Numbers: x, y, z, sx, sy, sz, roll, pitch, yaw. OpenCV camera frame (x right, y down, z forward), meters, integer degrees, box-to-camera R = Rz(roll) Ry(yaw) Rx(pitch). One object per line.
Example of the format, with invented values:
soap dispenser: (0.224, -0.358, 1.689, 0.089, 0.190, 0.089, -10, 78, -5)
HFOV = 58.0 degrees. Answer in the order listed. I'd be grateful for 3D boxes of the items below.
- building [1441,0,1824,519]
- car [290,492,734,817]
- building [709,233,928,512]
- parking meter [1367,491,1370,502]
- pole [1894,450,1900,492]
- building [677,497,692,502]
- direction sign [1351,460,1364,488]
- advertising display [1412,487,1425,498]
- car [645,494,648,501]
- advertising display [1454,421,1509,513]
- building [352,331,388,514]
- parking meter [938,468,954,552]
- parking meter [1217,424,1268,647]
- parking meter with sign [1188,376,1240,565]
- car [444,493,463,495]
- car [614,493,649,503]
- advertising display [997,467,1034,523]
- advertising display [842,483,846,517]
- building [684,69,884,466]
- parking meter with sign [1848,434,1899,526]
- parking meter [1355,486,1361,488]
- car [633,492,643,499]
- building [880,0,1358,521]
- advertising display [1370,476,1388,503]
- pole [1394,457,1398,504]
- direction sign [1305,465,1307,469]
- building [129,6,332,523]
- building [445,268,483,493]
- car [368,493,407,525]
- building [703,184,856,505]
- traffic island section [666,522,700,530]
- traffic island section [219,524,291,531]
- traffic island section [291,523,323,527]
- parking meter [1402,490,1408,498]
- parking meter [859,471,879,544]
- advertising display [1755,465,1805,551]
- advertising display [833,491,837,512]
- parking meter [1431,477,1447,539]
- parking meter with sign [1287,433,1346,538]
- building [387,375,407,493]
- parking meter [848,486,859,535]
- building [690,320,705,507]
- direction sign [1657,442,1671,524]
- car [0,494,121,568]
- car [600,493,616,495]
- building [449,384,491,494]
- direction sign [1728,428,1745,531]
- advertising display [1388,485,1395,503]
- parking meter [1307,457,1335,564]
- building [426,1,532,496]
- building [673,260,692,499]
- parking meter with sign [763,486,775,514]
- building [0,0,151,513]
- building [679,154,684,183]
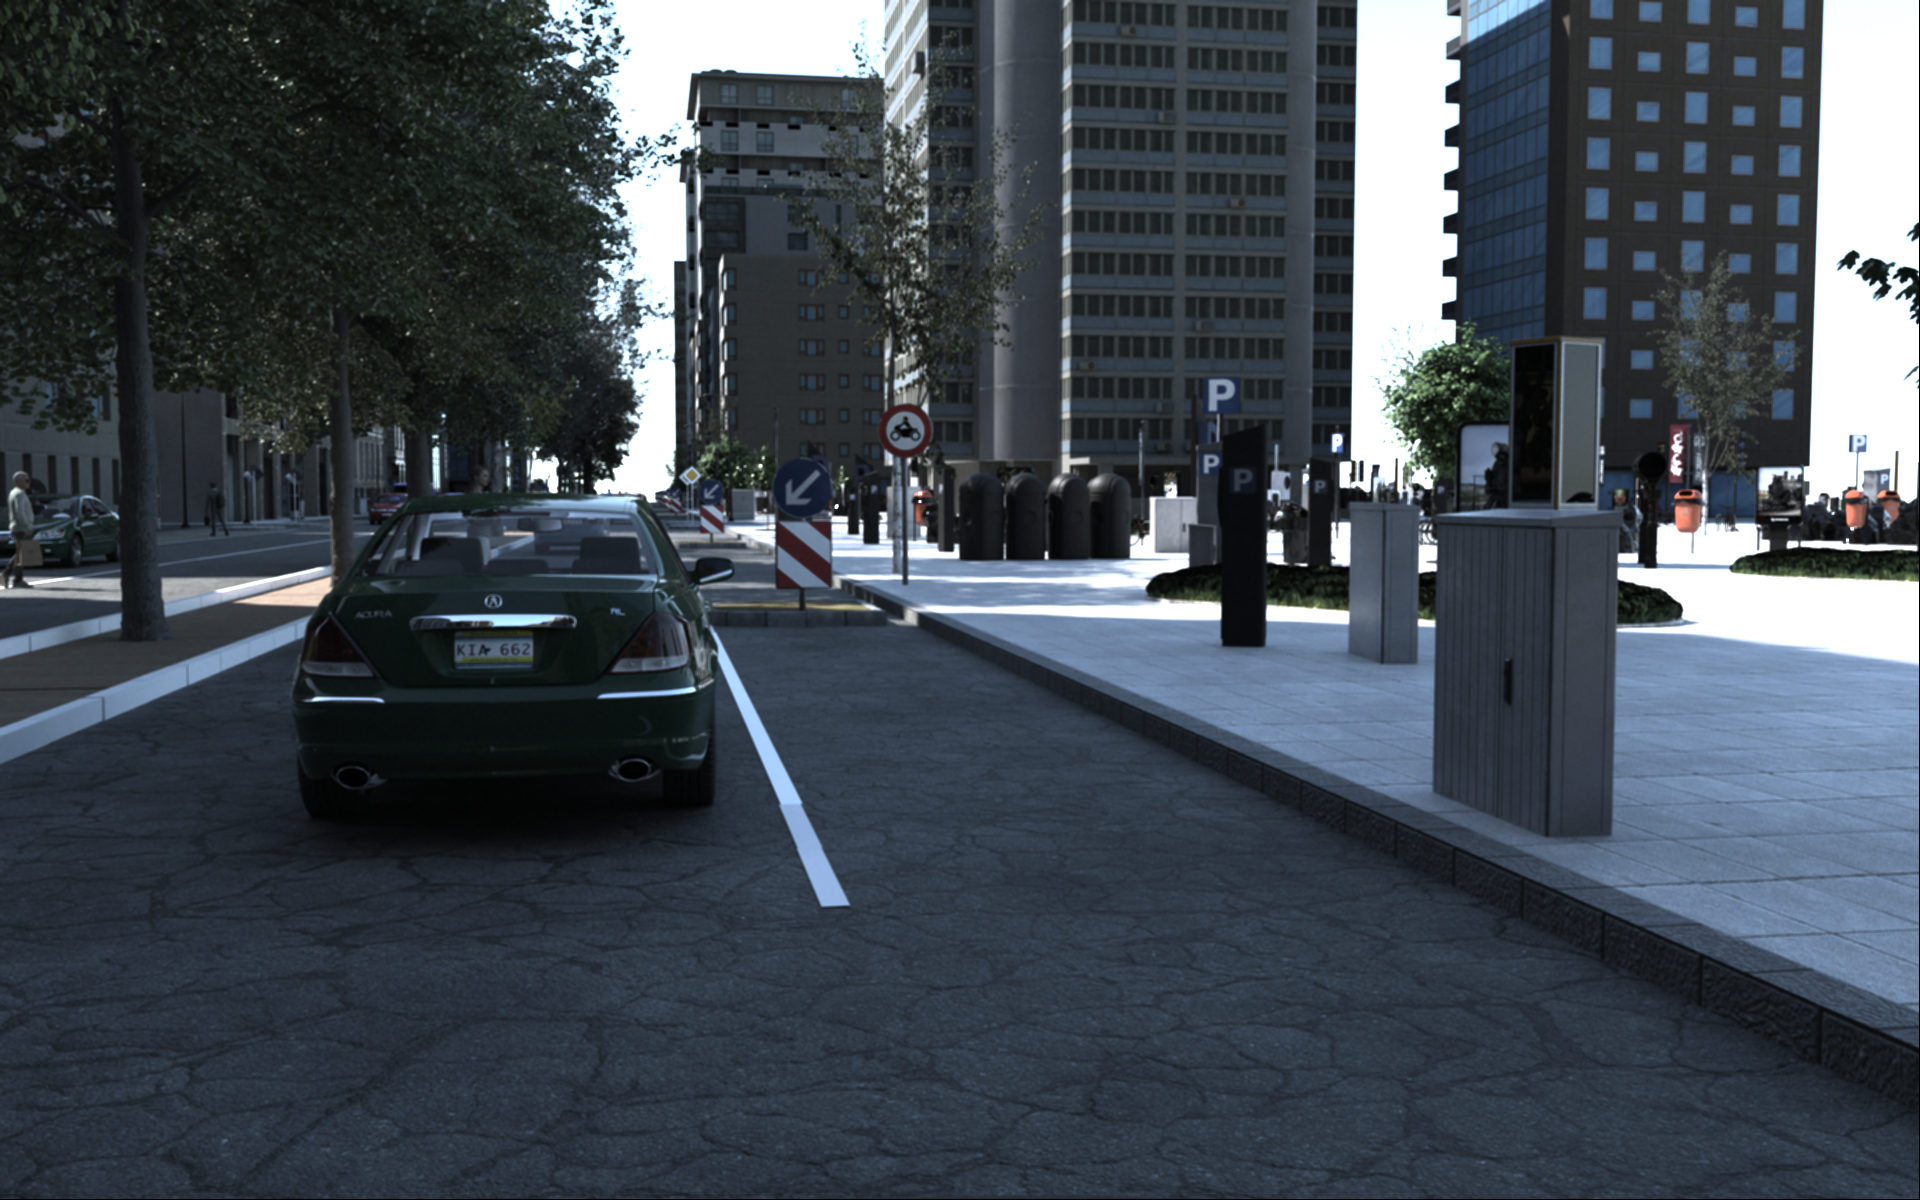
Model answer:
building: (36.348, -27.215, 95.075, 14.200, 45.320, 14.600, -1, 4, -10)
car: (-2.251, 0.157, 9.225, 2.131, 1.459, 4.920, -1, 4, -10)
building: (-5.947, -18.114, 141.202, 27.650, 21.520, 28.899, -1, 4, -10)
parking meter: (29.802, -7.203, 126.175, 0.372, 1.533, 0.369, 0, 3, 0)
pole: (43.400, -5.288, 80.296, 0.158, 3.312, 0.155, 0, 3, 0)
building: (-30.592, -36.404, 287.078, 32.217, 40.220, 23.993, -1, 4, -10)
direction sign: (26.370, -7.519, 114.940, 0.876, 3.537, 0.379, 2, 4, 26)
advertising display: (37.144, -8.264, 140.329, 0.974, 1.923, 0.123, 2, 4, 26)
car: (-55.937, -17.915, 304.710, 2.131, 1.459, 4.920, -1, 4, -11)
advertising display: (4.852, -0.613, 15.232, 0.974, 1.923, 0.123, 1, 4, 10)
building: (-47.036, -20.315, 118.048, 13.634, 28.700, 20.117, -1, 4, -10)
parking meter: (-0.311, -1.996, 38.338, 0.255, 1.863, 0.399, -2, 4, -25)
parking meter: (2.384, -0.545, 14.620, 0.399, 1.863, 0.255, 1, 4, 16)
parking meter with sign: (3.650, -1.760, 25.030, 0.543, 3.016, 1.738, 1, 4, 17)
car: (-30.870, -5.877, 105.687, 1.945, 1.707, 3.694, -1, 4, -10)
car: (-16.227, -4.605, 84.336, 2.155, 1.783, 4.494, -1, 4, -11)
advertising display: (1.324, -2.207, 41.301, 0.974, 1.923, 0.123, 2, 4, 33)
advertising display: (-6.526, -5.642, 97.460, 0.123, 1.923, 0.974, -1, 4, -11)
building: (-18.996, -38.285, 215.205, 28.713, 52.752, 27.495, -1, 4, -10)
parking meter with sign: (26.214, -3.260, 49.570, 0.543, 3.016, 1.738, -1, 4, -9)
parking meter: (27.206, -6.892, 118.393, 0.399, 1.863, 0.255, 0, 4, -6)
car: (-55.215, -17.607, 296.542, 2.281, 1.827, 5.304, -1, 4, -10)
building: (8.580, -24.748, 96.503, 23.993, 40.220, 32.217, -1, 4, -10)
advertising display: (15.220, -3.541, 63.113, 0.123, 1.923, 0.974, 3, 5, 40)
pole: (24.220, -6.257, 96.150, 0.158, 3.312, 0.155, 0, 3, 0)
direction sign: (26.213, -8.624, 132.999, 0.876, 3.537, 0.379, 2, 4, 31)
building: (-44.975, -17.504, 90.714, 19.350, 26.468, 34.151, -1, 4, -10)
building: (-69.245, -30.377, 188.540, 32.217, 40.220, 23.993, -1, 4, -10)
car: (-26.839, -4.459, 81.950, 2.155, 1.783, 4.494, -1, 4, -12)
building: (-17.472, -24.092, 165.601, 14.160, 30.474, 14.107, -1, 4, -10)
traffic island section: (-10.916, -2.977, 70.953, 2.009, 0.180, 2.903, -1, 4, -10)
traffic island section: (-27.685, -2.792, 67.927, 2.009, 0.180, 2.903, -1, 4, -10)
traffic island section: (-29.111, -3.272, 75.785, 2.009, 0.180, 2.903, -1, 4, -10)
parking meter: (28.538, -6.277, 111.037, 0.372, 1.533, 0.369, 0, 3, 0)
parking meter: (-2.298, -2.380, 44.627, 0.399, 1.863, 0.255, -3, 5, -40)
advertising display: (18.354, -2.053, 38.786, 0.974, 1.923, 0.123, 3, 4, 36)
advertising display: (-9.114, -7.308, 124.707, 0.123, 1.923, 0.974, 1, 4, 19)
parking meter: (13.699, -2.683, 49.573, 0.399, 1.863, 0.255, 0, 4, -5)
parking meter with sign: (10.148, -3.261, 49.572, 1.738, 3.016, 0.543, -2, 4, -25)
building: (-48.614, -17.657, 137.837, 9.793, 20.994, 18.267, -1, 4, -10)
parking meter: (-3.365, -2.833, 54.724, 0.372, 1.533, 0.369, 0, 3, 0)
building: (-14.918, -20.994, 188.294, 27.650, 21.520, 28.899, -1, 4, -10)
direction sign: (30.581, -5.071, 74.907, 0.876, 3.537, 0.379, 1, 4, 9)
car: (-18.391, -1.425, 35.098, 2.131, 1.459, 4.920, -1, 4, -10)
car: (-19.672, -5.361, 97.243, 1.945, 1.707, 3.694, -1, 4, -11)
building: (-64.103, -34.164, 208.684, 14.600, 45.320, 14.200, -1, 4, -10)
direction sign: (26.634, -4.128, 59.482, 0.876, 3.537, 0.379, -2, 4, -32)
advertising display: (30.622, -7.264, 123.986, 0.974, 1.923, 0.123, 2, 4, 31)
parking meter: (5.676, -1.315, 27.216, 0.399, 1.863, 0.255, 1, 4, 16)
building: (-79.821, -58.877, 275.306, 22.319, 86.520, 31.000, -1, 4, -10)
building: (-43.108, -37.960, 304.236, 14.154, 41.232, 14.086, -1, 4, -10)
parking meter with sign: (-12.179, -7.066, 111.788, 0.543, 3.016, 1.738, -3, 5, -44)
building: (-42.295, -12.477, 49.041, 28.899, 21.520, 27.650, -1, 4, -10)
building: (-27.297, -41.051, 260.426, 28.713, 52.752, 27.495, -1, 4, -10)
